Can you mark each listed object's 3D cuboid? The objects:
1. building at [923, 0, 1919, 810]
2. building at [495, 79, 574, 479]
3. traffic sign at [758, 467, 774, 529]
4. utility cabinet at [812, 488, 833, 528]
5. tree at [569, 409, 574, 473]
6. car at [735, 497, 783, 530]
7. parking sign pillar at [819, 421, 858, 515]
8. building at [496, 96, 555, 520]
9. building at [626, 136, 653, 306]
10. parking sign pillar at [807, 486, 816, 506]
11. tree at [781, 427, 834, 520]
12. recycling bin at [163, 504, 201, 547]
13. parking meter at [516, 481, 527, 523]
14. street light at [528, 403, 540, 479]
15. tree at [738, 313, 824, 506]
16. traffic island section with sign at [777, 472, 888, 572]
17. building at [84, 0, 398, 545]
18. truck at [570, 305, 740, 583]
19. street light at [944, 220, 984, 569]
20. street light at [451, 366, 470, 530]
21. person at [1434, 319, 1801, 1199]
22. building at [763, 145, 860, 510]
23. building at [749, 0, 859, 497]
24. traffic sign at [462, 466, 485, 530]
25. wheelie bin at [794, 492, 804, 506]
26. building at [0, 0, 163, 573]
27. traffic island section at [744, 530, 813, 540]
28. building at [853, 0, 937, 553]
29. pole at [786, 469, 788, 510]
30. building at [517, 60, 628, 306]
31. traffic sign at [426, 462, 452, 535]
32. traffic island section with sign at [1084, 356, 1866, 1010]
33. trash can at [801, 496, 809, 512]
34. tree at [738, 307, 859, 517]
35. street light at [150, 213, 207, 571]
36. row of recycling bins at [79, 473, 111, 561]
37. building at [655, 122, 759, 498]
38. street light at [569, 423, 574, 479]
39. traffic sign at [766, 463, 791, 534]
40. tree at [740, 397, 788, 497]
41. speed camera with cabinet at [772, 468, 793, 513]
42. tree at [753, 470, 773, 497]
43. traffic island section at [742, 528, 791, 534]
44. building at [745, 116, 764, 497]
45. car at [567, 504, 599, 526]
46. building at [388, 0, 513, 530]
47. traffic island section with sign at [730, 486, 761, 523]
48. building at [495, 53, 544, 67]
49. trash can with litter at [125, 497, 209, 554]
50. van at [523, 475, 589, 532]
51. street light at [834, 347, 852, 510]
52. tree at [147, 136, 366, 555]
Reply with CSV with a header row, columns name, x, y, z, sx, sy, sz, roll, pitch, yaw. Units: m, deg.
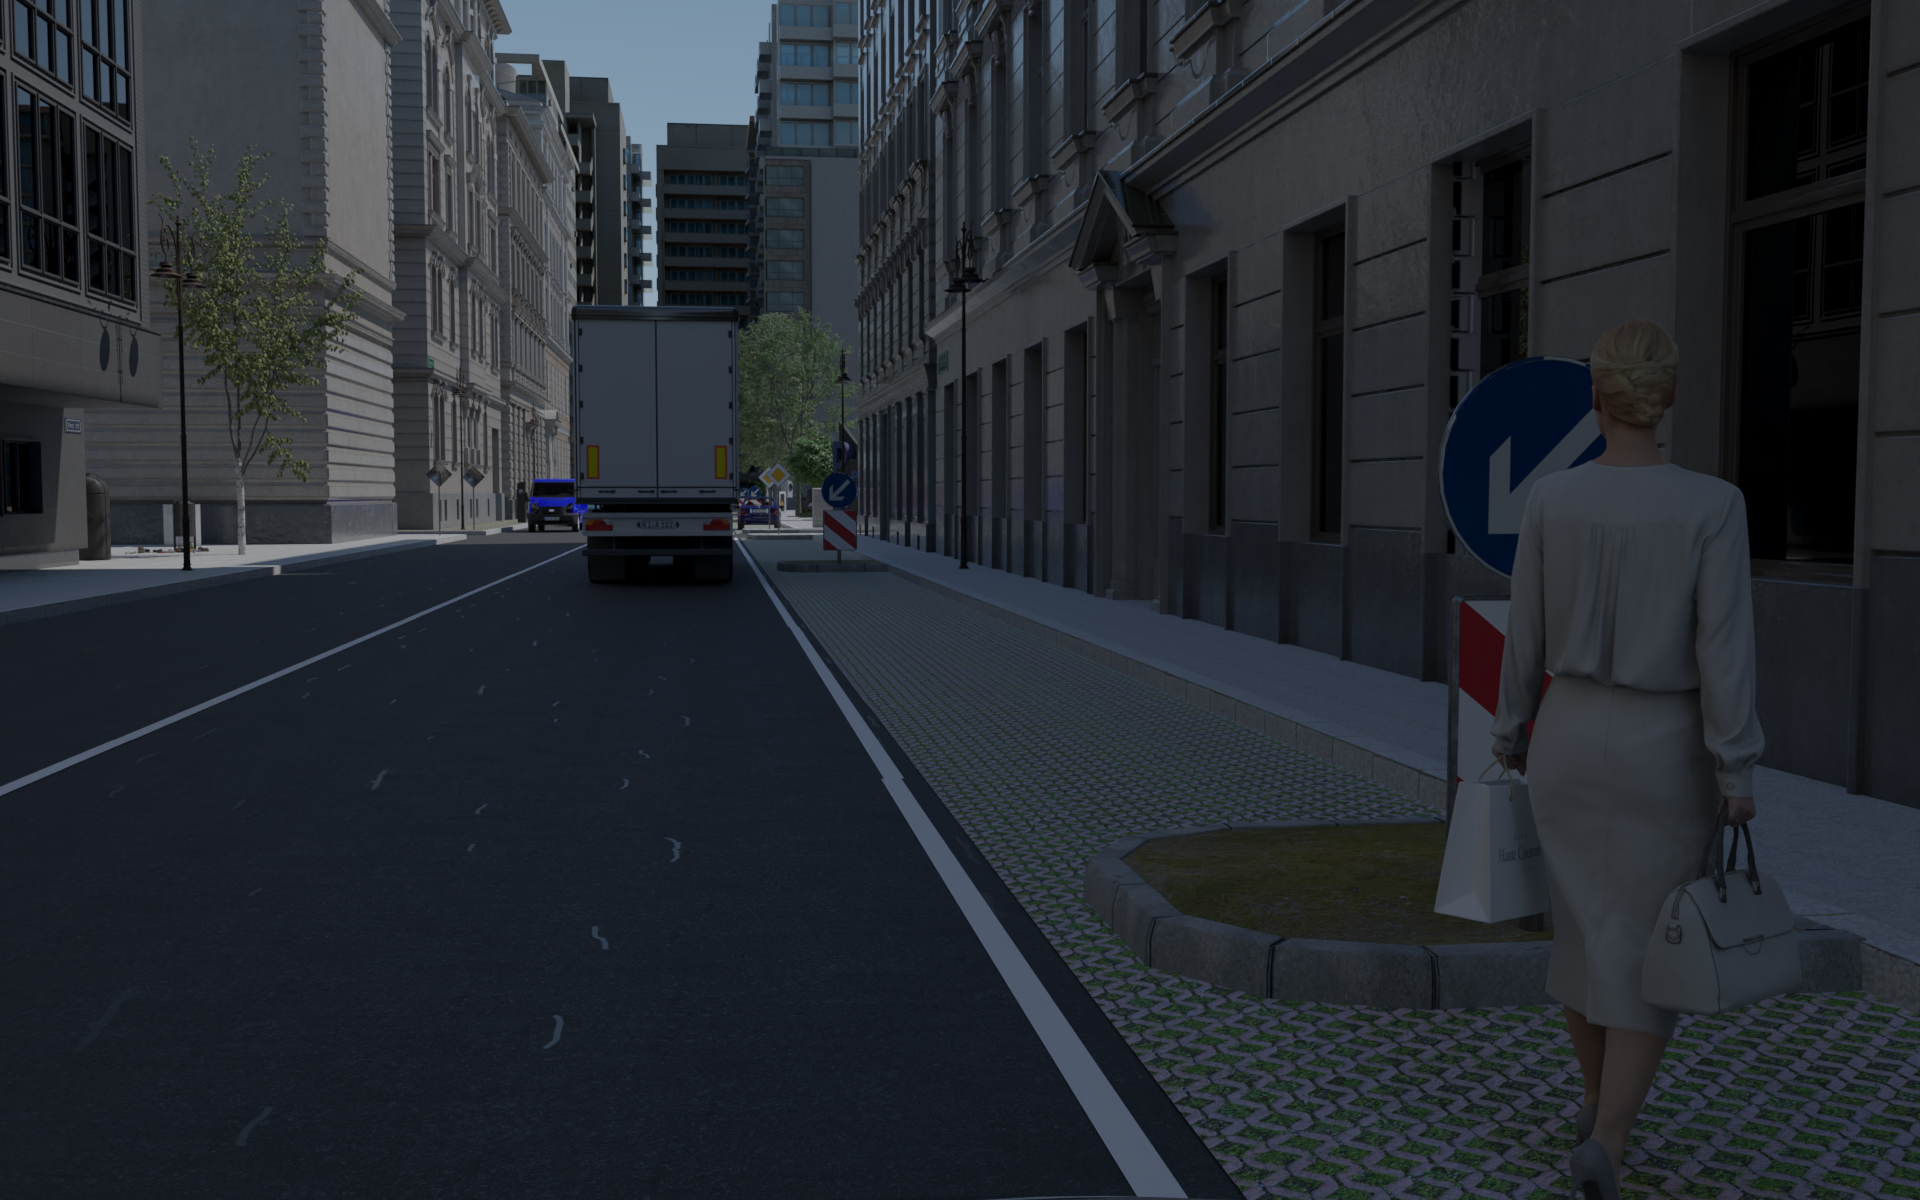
name,x,y,z,sx,sy,sz,roll,pitch,yaw
building,10.383,-14.669,16.250,17.030,29.872,44.131,-1,4,-8
building,-32.608,-20.006,113.009,13.634,28.700,20.117,-1,4,-8
traffic sign,-6.938,-3.631,63.012,0.795,2.450,0.064,-1,4,-8
utility cabinet,-4.947,-3.452,65.115,1.173,1.500,0.318,-1,4,-15
tree,-28.944,-11.171,133.009,4.360,8.622,3.978,0,3,0
car,-8.103,-3.505,69.879,1.945,1.354,3.894,0,4,-7
parking sign pillar,-4.174,-4.589,63.508,1.447,3.967,1.447,-2,4,-33
building,-28.254,-16.191,93.600,11.050,23.489,19.941,-1,4,-8
building,-55.743,-37.184,227.558,30.456,49.044,23.786,-1,4,-8
parking sign pillar,-11.248,-8.963,135.024,1.447,3.967,1.447,1,4,21
tree,-7.040,-6.181,84.769,4.285,4.588,4.351,0,3,0
recycling bin,-19.067,-1.829,42.457,0.722,1.027,0.722,-1,4,-13
parking meter,-19.569,-4.378,77.285,0.399,1.863,0.255,0,4,-2
street light,-21.558,-7.029,87.713,0.468,5.910,1.993,-1,4,-8
tree,-11.982,-11.654,108.668,7.486,12.596,7.792,0,3,0
traffic island section with sign,-2.420,-1.456,32.428,1.989,1.847,2.006,-1,4,-8
building,-25.945,-13.347,47.101,19.941,23.489,11.050,-1,4,-8
truck,-5.380,-2.600,31.417,2.839,4.237,11.283,-1,4,-9
street light,0.065,-3.471,29.544,0.468,5.910,1.993,-1,4,-8
street light,-17.949,-5.479,62.361,0.468,5.910,1.993,-1,4,-8
person,1.293,0.328,3.495,0.624,1.780,0.694,-3,4,-39
building,-9.703,-23.003,147.797,14.160,30.474,14.107,-1,4,-8
building,-8.716,-33.693,170.482,23.786,49.044,30.456,-1,4,-8
traffic sign,-17.276,-3.540,61.525,0.795,2.450,0.064,-1,4,-8
wheelie bin,-11.588,-7.142,124.679,0.693,1.594,0.980,-1,4,-12
building,-19.559,-13.738,18.130,14.314,27.812,24.014,-1,4,-8
traffic island section,-5.759,-2.013,55.191,2.009,0.180,2.903,-1,4,-8
building,2.599,-12.092,46.857,9.793,20.994,18.267,-1,4,-8
pole,-13.837,-8.847,138.487,0.158,3.312,0.155,0,3,0
building,-49.111,-35.119,197.901,21.600,48.544,21.300,-1,4,-8
traffic sign,-16.119,-3.057,53.623,0.795,2.450,0.064,-1,4,-8
traffic island section with sign,1.481,0.176,5.755,1.989,1.847,2.006,-1,4,-8
trash can,-10.042,-6.095,111.299,0.748,1.137,0.748,0,3,0
tree,-9.255,-10.493,97.313,9.928,11.665,9.643,0,3,0
street light,-12.959,-3.430,28.865,0.468,5.910,1.993,-1,4,-8
row of recycling bins,-18.284,-1.633,33.811,3.534,1.692,1.069,1,4,9
building,-29.230,-37.101,230.305,21.600,48.544,21.300,-1,4,-8
street light,-25.164,-8.537,112.368,0.468,5.910,1.993,-1,4,-8
traffic sign,-5.781,-3.148,55.111,0.795,2.450,0.064,-1,4,-8
tree,-14.140,-10.802,126.982,4.737,8.622,4.395,0,3,0
speed camera with cabinet,-11.912,-7.449,116.134,0.660,3.252,2.038,1,4,20
tree,-15.825,-8.833,139.027,1.663,3.219,1.824,0,3,0
traffic island section,-6.916,-2.496,63.092,2.009,0.180,2.903,-1,4,-8
building,-13.389,-33.347,199.851,22.147,44.769,28.867,-1,4,-8
car,-16.770,-4.186,78.224,2.009,1.686,4.222,0,4,-7
building,-26.634,-17.365,71.310,14.401,28.519,23.554,-1,4,-8
traffic island section with sign,-10.476,-4.820,87.433,1.989,1.847,2.006,-1,4,-8
building,-46.777,-27.776,146.014,32.217,40.220,23.993,-1,4,-8
trash can with litter,-17.446,-1.650,38.027,1.678,1.210,2.233,2,4,31
van,-15.499,-3.815,66.752,2.240,2.365,5.245,0,4,-8
street light,-3.692,-5.003,54.583,0.468,5.910,1.993,-1,4,-8
tree,-14.947,-5.255,36.274,4.737,8.622,4.395,0,3,0
